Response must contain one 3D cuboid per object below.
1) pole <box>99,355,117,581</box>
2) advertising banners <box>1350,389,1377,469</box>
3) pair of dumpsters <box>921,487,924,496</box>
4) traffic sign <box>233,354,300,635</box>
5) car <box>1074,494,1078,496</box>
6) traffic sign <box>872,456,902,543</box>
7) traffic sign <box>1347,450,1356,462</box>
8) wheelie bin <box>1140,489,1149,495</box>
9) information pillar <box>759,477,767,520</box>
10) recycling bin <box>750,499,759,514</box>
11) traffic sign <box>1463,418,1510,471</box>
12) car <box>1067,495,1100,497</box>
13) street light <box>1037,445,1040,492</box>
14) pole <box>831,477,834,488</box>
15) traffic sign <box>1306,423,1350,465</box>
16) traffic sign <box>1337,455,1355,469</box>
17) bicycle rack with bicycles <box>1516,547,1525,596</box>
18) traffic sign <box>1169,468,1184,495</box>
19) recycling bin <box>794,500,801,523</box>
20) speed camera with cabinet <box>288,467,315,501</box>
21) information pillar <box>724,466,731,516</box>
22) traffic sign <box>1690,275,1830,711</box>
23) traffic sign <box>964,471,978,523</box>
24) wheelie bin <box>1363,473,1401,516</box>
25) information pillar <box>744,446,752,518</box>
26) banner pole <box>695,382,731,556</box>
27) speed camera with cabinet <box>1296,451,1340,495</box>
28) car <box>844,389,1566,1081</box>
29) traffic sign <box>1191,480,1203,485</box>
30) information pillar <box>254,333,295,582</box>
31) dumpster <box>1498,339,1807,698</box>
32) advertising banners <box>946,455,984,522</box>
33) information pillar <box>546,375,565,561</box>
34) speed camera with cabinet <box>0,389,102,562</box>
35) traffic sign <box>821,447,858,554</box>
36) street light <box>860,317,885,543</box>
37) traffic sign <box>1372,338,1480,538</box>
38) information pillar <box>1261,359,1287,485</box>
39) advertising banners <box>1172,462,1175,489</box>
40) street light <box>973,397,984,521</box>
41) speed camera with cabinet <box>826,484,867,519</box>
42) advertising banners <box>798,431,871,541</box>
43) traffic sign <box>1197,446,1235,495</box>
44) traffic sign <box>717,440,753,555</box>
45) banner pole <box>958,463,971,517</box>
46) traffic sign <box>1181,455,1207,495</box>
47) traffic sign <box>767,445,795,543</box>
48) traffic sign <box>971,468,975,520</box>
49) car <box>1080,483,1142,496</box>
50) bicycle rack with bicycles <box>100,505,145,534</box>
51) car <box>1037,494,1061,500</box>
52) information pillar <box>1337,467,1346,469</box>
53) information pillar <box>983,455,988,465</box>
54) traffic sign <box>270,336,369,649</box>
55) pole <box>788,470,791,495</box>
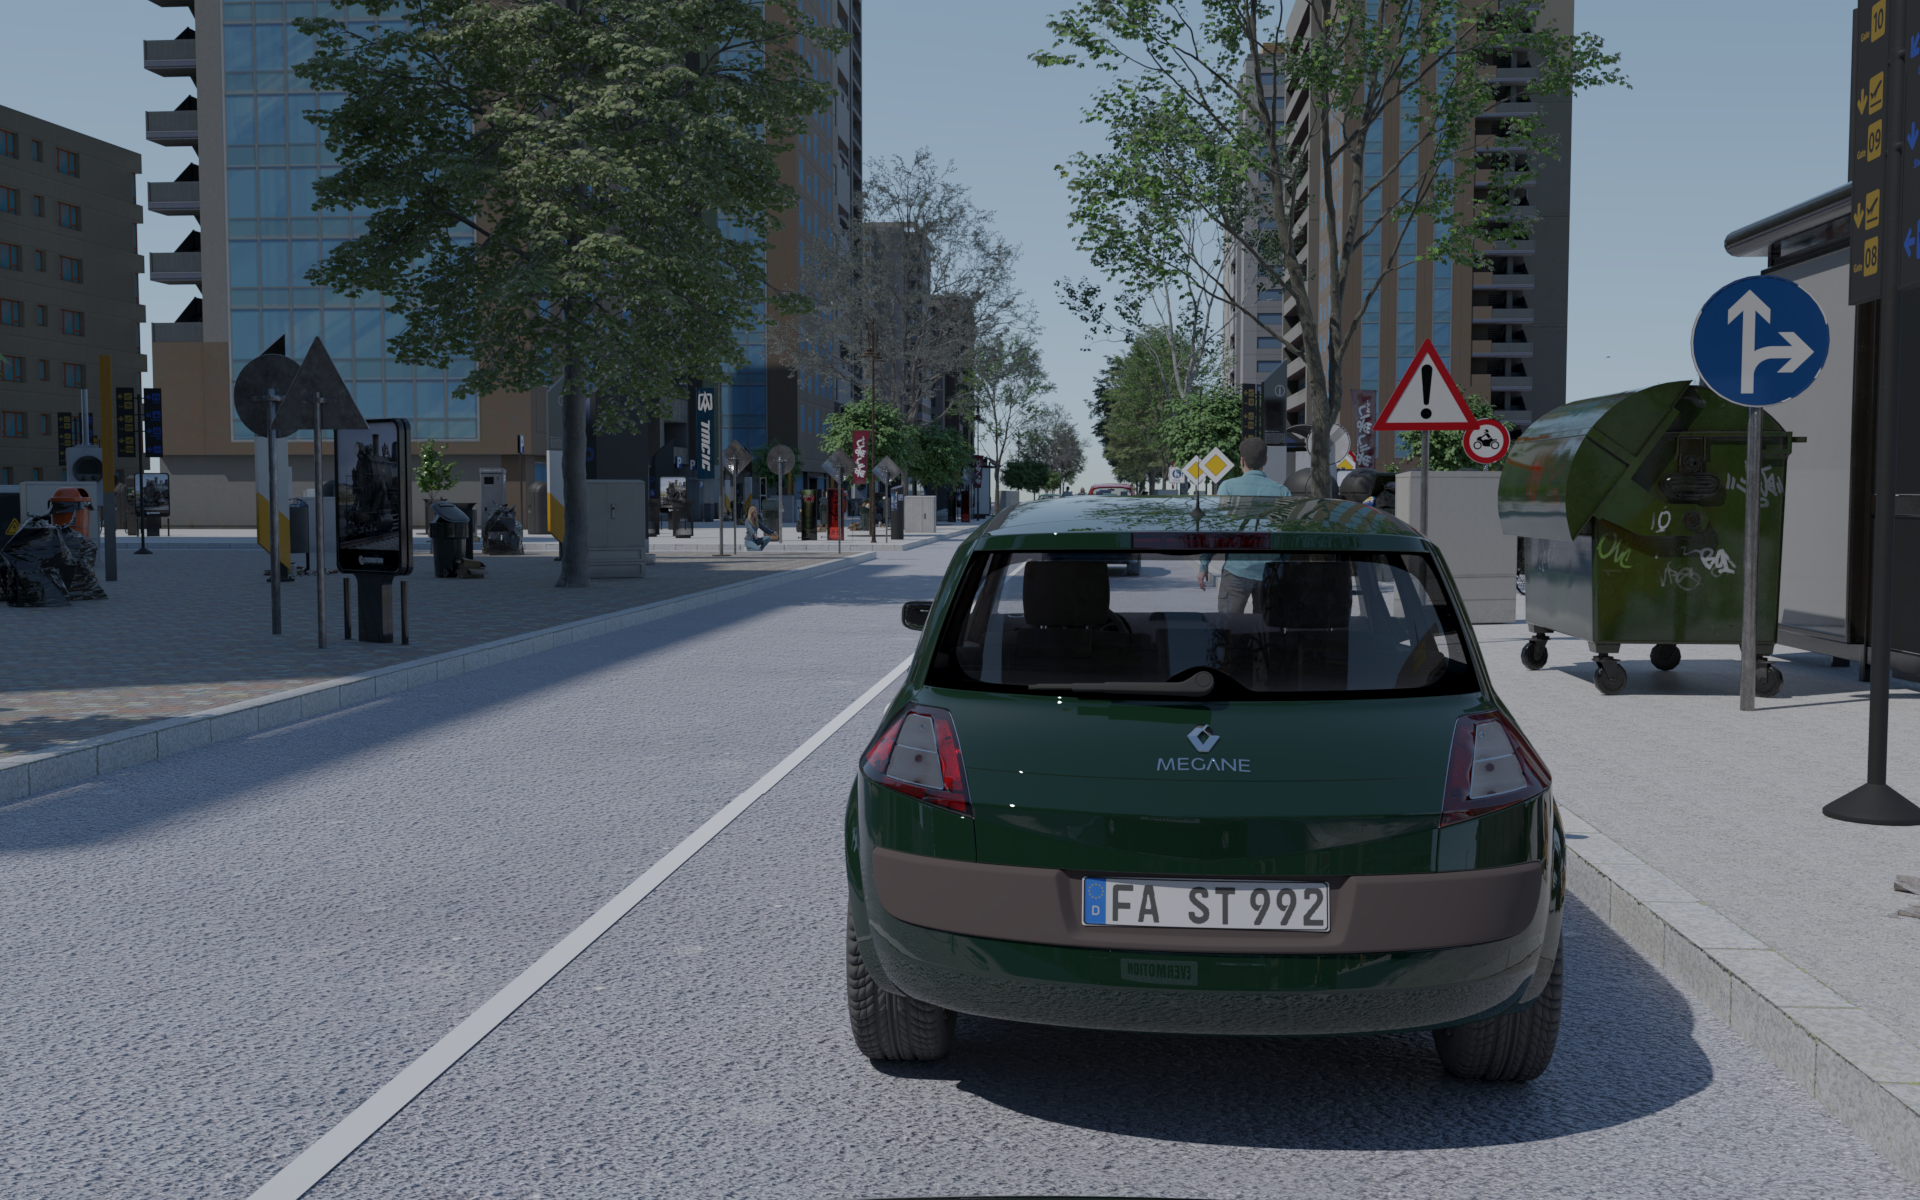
[{"bbox_3d":[-12.556,-1.938,25.526,0.158,3.312,0.155,0,3,0],"label":"pole"},{"bbox_3d":[7.456,-2.029,29.359,2.074,3.025,0.090,-1,4,-23],"label":"advertising banners"},{"bbox_3d":[-2.800,-5.289,88.963,1.574,2.255,4.437,0,4,5],"label":"pair of dumpsters"},{"bbox_3d":[-6.255,-0.958,15.777,0.768,2.556,0.104,0,4,7],"label":"traffic sign"},{"bbox_3d":[14.755,-12.378,214.379,2.014,1.417,4.499,0,4,4],"label":"car"},{"bbox_3d":[-1.910,-2.537,45.129,0.795,2.450,0.064,0,4,5],"label":"traffic sign"},{"bbox_3d":[10.835,-2.990,48.991,0.768,2.556,0.104,1,4,9],"label":"traffic sign"},{"bbox_3d":[11.992,-6.434,113.103,0.693,1.594,0.980,0,4,1],"label":"wheelie bin"},{"bbox_3d":[-8.635,-4.362,75.805,0.304,2.012,0.304,-1,4,-16],"label":"information pillar"},{"bbox_3d":[-9.354,-4.185,80.981,0.722,1.027,0.722,1,4,10],"label":"recycling bin"},{"bbox_3d":[8.837,-1.776,29.149,0.768,2.556,0.104,1,4,11],"label":"traffic sign"},{"bbox_3d":[2.458,-1.213,31.835,2.014,1.417,4.499,0,4,6],"label":"car"},{"bbox_3d":[7.255,-11.381,158.864,0.468,5.910,1.993,0,4,5],"label":"street light"},{"bbox_3d":[-6.650,-5.897,90.255,0.158,3.312,0.155,0,3,0],"label":"pole"},{"bbox_3d":[6.507,-1.869,30.671,0.768,2.556,0.104,0,4,7],"label":"traffic sign"},{"bbox_3d":[10.786,-2.899,48.579,0.795,2.450,0.064,1,4,10],"label":"traffic sign"},{"bbox_3d":[6.923,-0.482,21.256,2.852,0.926,2.925,0,4,-7],"label":"bicycle rack with bicycles"},{"bbox_3d":[8.333,-3.942,66.586,0.606,2.300,0.079,1,4,11],"label":"traffic sign"},{"bbox_3d":[-7.377,-4.016,78.216,0.722,1.027,0.722,3,4,36],"label":"recycling bin"},{"bbox_3d":[-21.309,-3.781,56.156,2.038,3.252,0.660,-2,4,-27],"label":"speed camera with cabinet"},{"bbox_3d":[-13.642,-6.742,101.593,0.183,3.616,0.504,2,4,28],"label":"information pillar"},{"bbox_3d":[4.665,-0.616,10.186,0.768,2.556,0.104,1,4,8],"label":"traffic sign"},{"bbox_3d":[0.439,-4.643,77.101,0.795,2.450,0.064,0,4,7],"label":"traffic sign"},{"bbox_3d":[6.413,-1.073,25.449,0.980,1.594,0.693,-1,4,-11],"label":"wheelie bin"},{"bbox_3d":[-10.253,-5.654,83.793,0.183,3.616,0.504,-3,5,-44],"label":"information pillar"},{"bbox_3d":[-5.125,-2.799,35.783,0.863,3.779,0.401,2,4,31],"label":"banner pole"},{"bbox_3d":[7.802,-2.540,35.860,2.038,3.252,0.660,-3,5,-40],"label":"speed camera with cabinet"},{"bbox_3d":[0.730,0.250,5.697,2.009,1.686,4.222,0,4,6],"label":"car"},{"bbox_3d":[13.060,-5.845,95.679,0.768,2.556,0.104,0,4,8],"label":"traffic sign"},{"bbox_3d":[-9.990,-2.068,25.168,0.183,3.616,0.504,3,4,39],"label":"information pillar"},{"bbox_3d":[4.615,-0.564,11.716,1.502,2.255,1.985,0,4,5],"label":"dumpster"},{"bbox_3d":[0.225,-5.024,78.331,2.074,3.025,0.090,3,4,36],"label":"advertising banners"},{"bbox_3d":[-7.662,-2.554,33.115,0.183,3.616,0.504,3,5,42],"label":"information pillar"},{"bbox_3d":[-17.010,-2.319,32.254,2.038,3.252,0.660,-2,4,-32],"label":"speed camera with cabinet"},{"bbox_3d":[-2.585,-2.051,37.173,0.795,2.450,0.064,0,4,5],"label":"traffic sign"},{"bbox_3d":[-2.270,-4.441,45.405,0.468,5.910,1.993,0,4,5],"label":"street light"},{"bbox_3d":[3.907,-0.891,14.574,0.884,2.594,0.081,0,4,6],"label":"traffic sign"},{"bbox_3d":[5.442,-2.364,30.005,0.504,3.616,0.183,-1,4,-23],"label":"information pillar"},{"bbox_3d":[11.458,-6.064,95.336,0.090,3.025,2.074,-1,4,-15],"label":"advertising banners"},{"bbox_3d":[0.861,-6.721,82.672,0.468,5.910,1.993,0,4,5],"label":"street light"},{"bbox_3d":[-5.821,-5.785,88.922,2.038,3.252,0.660,-1,4,-22],"label":"speed camera with cabinet"},{"bbox_3d":[-3.447,-3.139,47.512,2.074,3.025,0.090,1,4,12],"label":"advertising banners"},{"bbox_3d":[5.379,-2.008,36.479,0.795,2.450,0.064,0,4,5],"label":"traffic sign"},{"bbox_3d":[-4.765,-2.170,36.663,0.795,2.450,0.064,1,4,14],"label":"traffic sign"},{"bbox_3d":[0.292,-6.641,98.597,0.863,3.779,0.401,2,4,24],"label":"banner pole"},{"bbox_3d":[6.054,-2.495,44.436,0.795,2.450,0.064,0,4,5],"label":"traffic sign"},{"bbox_3d":[-4.661,-2.742,44.933,0.768,2.556,0.104,1,4,15],"label":"traffic sign"},{"bbox_3d":[0.589,-5.258,86.081,0.768,2.556,0.104,0,4,5],"label":"traffic sign"},{"bbox_3d":[5.384,-3.237,61.599,2.281,1.827,5.304,0,4,4],"label":"car"},{"bbox_3d":[-27.725,-2.626,56.317,2.852,0.926,2.925,-1,4,-21],"label":"bicycle rack with bicycles"},{"bbox_3d":[5.189,-5.364,99.493,2.131,1.459,4.920,0,4,4],"label":"car"},{"bbox_3d":[10.263,-2.603,47.055,0.304,2.012,0.304,2,4,33],"label":"information pillar"},{"bbox_3d":[1.446,-6.936,104.762,0.504,3.616,0.183,0,4,8],"label":"information pillar"},{"bbox_3d":[-5.298,-0.875,14.315,0.884,2.594,0.081,1,4,10],"label":"traffic sign"},{"bbox_3d":[-9.201,-6.095,93.499,0.158,3.312,0.155,0,3,0],"label":"pole"}]
